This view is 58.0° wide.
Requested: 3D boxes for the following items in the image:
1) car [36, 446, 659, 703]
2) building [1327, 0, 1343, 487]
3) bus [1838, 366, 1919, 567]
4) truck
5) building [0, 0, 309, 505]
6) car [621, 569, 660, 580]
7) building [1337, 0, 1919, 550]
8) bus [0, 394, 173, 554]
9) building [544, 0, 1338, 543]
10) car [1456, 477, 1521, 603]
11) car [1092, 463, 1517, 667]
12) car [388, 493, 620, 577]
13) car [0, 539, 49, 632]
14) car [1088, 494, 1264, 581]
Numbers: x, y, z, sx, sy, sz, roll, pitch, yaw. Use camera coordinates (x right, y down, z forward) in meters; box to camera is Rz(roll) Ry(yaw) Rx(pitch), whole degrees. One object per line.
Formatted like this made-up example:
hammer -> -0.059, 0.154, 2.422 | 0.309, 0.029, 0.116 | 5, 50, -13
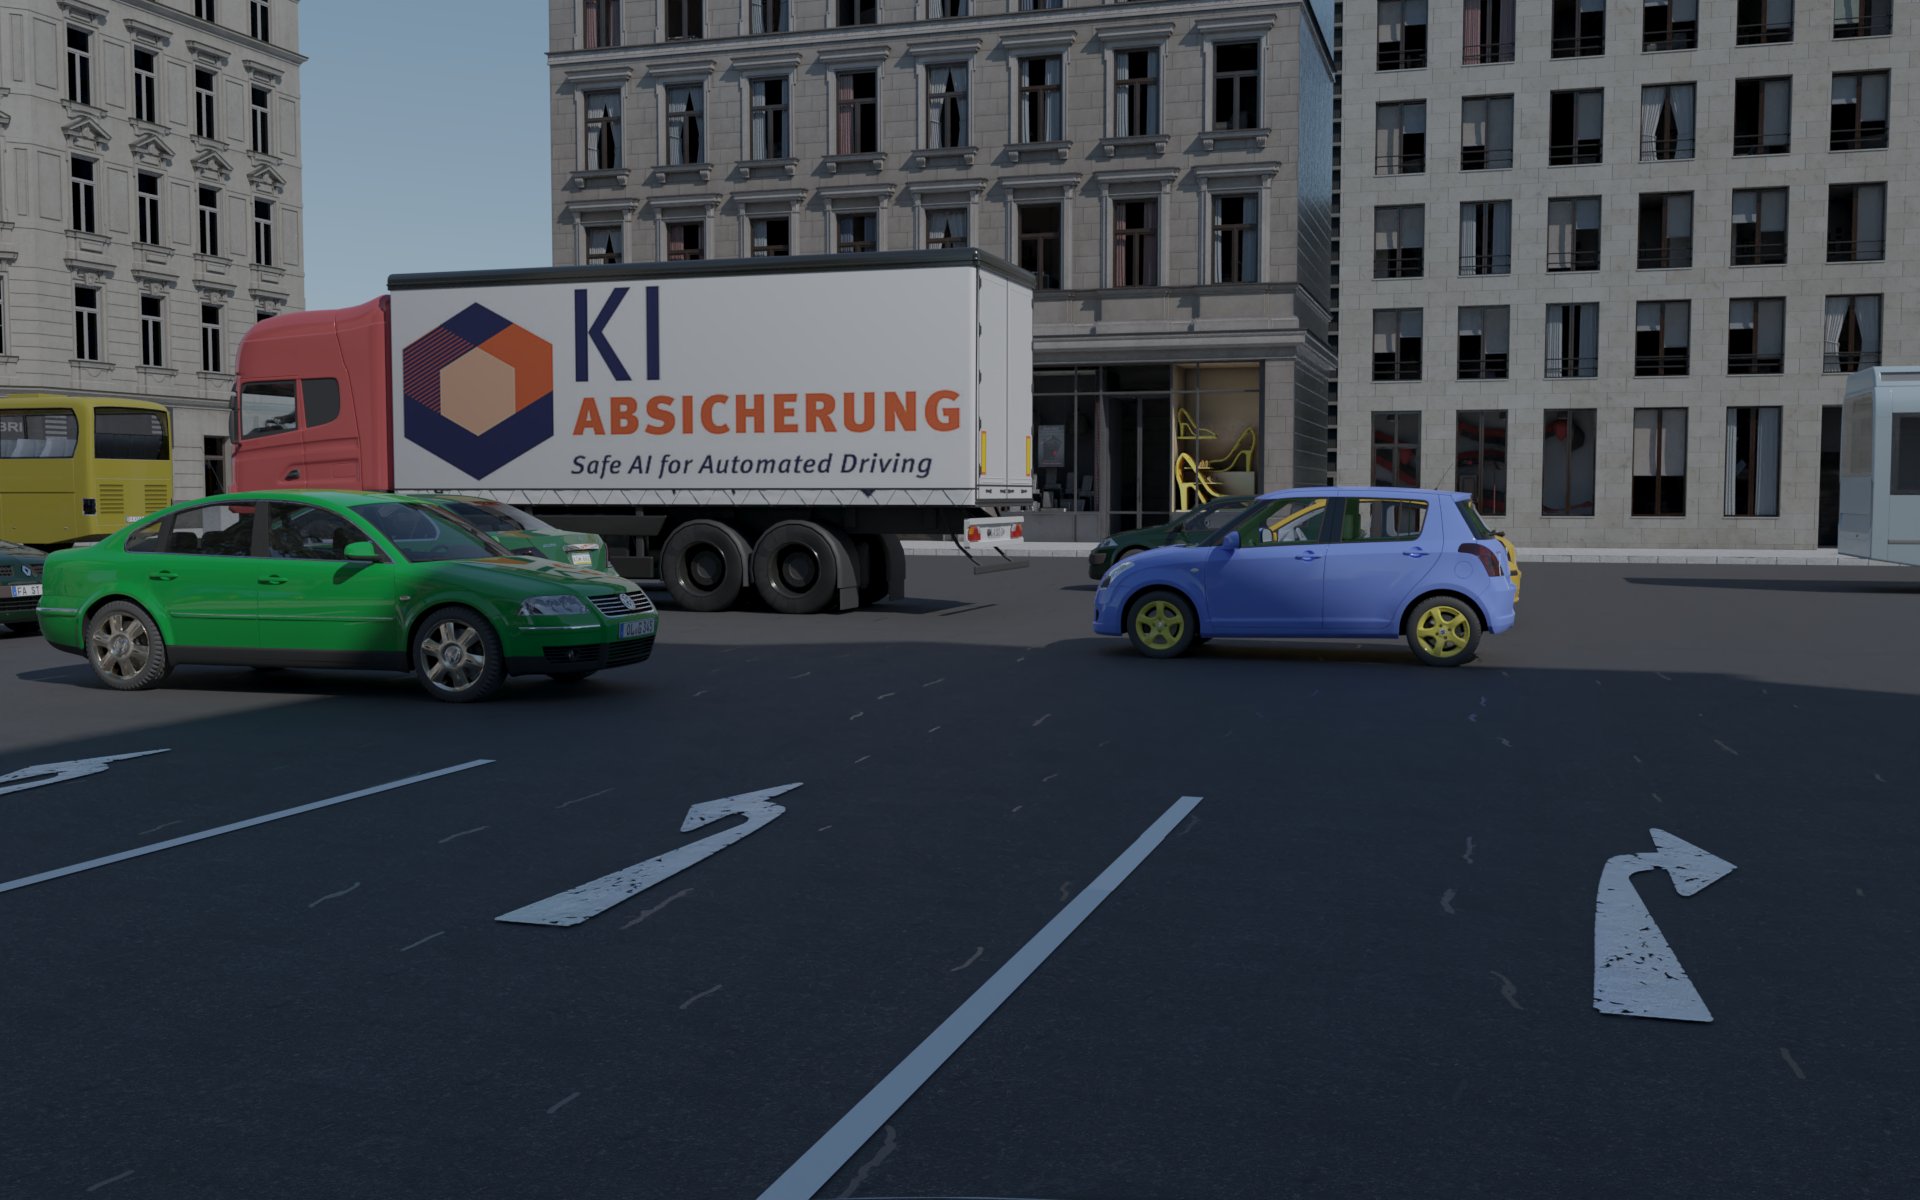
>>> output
car -> -4.554, -0.257, 13.003 | 4.718, 1.807, 1.959 | 1, 4, 16
building -> 42.616, -47.127, 208.777 | 20.611, 71.187, 20.563 | 1, 4, 17
bus -> 19.707, -1.778, 23.937 | 13.247, 3.499, 2.948 | 1, 4, 17
truck -> -4.752, -2.058, 22.556 | 11.283, 4.237, 2.839 | 1, 4, 18
building -> -49.344, -17.879, 68.740 | 44.131, 29.872, 17.030 | 1, 4, 17
car -> -4.978, -0.892, 26.381 | 4.920, 1.459, 2.131 | 1, 4, 15
building -> 18.859, -11.612, 44.609 | 16.860, 20.320, 10.420 | 1, 4, 17
bus -> -24.294, -2.993, 40.485 | 12.252, 3.916, 2.896 | 1, 4, 17
building -> -9.129, -12.373, 53.203 | 40.483, 20.767, 10.553 | 1, 4, 17
car -> 4.253, -0.571, 19.564 | 3.980, 1.641, 2.015 | 1, 4, 17
car -> 3.035, -0.359, 15.460 | 3.694, 1.707, 1.945 | 1, 4, 18
car -> -5.840, -0.344, 17.427 | 4.920, 1.459, 2.131 | 1, 4, 19
car -> -11.149, -0.486, 17.741 | 4.222, 1.686, 2.009 | 1, 4, 17
car -> 3.996, -0.958, 25.456 | 4.222, 1.686, 2.009 | 1, 4, 19
